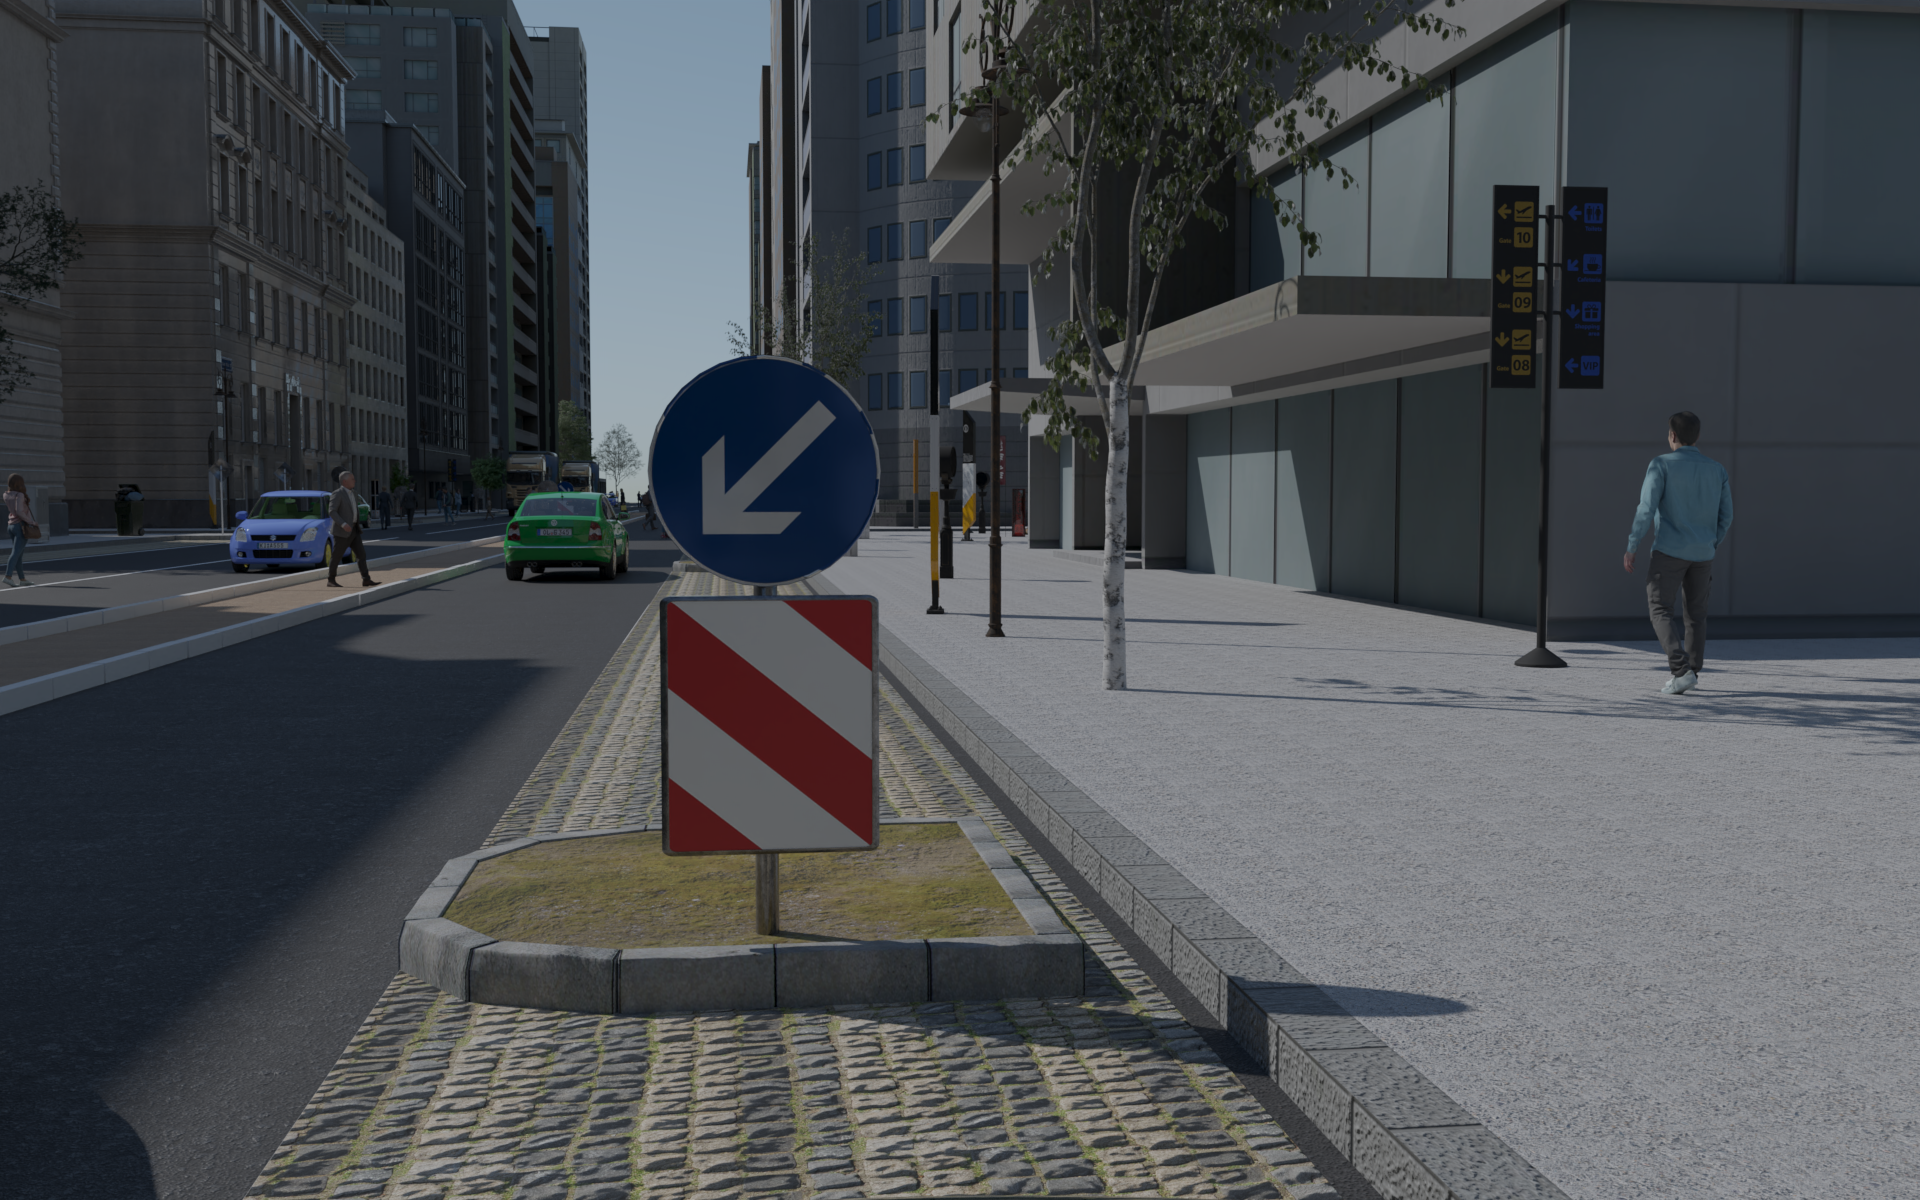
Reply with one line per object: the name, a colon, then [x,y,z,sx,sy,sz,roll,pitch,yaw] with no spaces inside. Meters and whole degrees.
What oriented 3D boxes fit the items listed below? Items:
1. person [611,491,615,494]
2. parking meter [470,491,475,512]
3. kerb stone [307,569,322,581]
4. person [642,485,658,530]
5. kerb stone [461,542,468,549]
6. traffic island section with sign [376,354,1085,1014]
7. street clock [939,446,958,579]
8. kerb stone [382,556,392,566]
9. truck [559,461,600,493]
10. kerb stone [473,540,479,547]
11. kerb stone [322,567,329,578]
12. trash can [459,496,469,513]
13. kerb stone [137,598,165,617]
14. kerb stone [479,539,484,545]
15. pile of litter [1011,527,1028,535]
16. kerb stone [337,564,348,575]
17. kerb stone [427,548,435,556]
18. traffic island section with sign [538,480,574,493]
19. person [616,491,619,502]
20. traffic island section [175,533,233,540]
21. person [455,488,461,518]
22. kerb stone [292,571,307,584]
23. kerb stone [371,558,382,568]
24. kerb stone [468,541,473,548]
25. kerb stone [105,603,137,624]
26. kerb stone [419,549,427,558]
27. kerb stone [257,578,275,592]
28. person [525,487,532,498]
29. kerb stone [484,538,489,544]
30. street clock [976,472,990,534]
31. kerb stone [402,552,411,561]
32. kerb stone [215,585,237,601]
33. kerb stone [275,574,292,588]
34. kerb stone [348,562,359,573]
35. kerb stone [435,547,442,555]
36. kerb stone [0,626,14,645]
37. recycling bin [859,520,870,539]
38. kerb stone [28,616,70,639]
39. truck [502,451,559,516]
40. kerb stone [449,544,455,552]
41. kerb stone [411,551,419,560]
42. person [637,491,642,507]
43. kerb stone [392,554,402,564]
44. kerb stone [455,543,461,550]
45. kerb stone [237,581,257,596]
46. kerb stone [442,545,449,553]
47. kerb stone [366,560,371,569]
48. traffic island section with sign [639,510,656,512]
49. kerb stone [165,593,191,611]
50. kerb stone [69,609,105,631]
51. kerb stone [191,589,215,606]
person: [-44.430,-13.025,221.319,0.709,1.838,0.599,-3,5,-44]
parking meter: [-34.362,-6.953,122.097,0.372,1.533,0.369,0,3,0]
kerb stone: [-10.752,-0.391,28.581,0.120,0.150,1.000,0,4,-8]
person: [-12.419,-3.715,69.212,0.822,1.834,0.622,-3,5,-40]
kerb stone: [-12.949,-1.385,44.834,0.120,0.150,1.000,0,4,-8]
traffic island section with sign: [-0.760,0.178,5.716,1.989,1.847,2.006,0,4,-8]
street clock: [-0.204,-1.327,26.263,0.358,2.002,0.471,1,4,11]
kerb stone: [-11.577,-0.762,34.660,0.120,0.150,1.000,0,4,-8]
truck: [-32.267,-9.676,147.121,2.839,4.237,11.283,0,4,-8]
kerb stone: [-13.227,-1.509,46.867,0.120,0.150,1.000,0,4,-8]
kerb stone: [-10.887,-0.453,29.594,0.120,0.150,1.000,0,4,-8]
trash can: [-34.315,-6.611,119.742,0.748,1.137,0.748,0,3,0]
kerb stone: [-9.650,0.107,20.475,0.120,0.150,1.000,0,4,-8]
kerb stone: [-13.365,-1.571,47.880,0.120,0.150,1.000,0,4,-8]
pile of litter: [2.548,-2.493,54.727,1.719,0.858,1.176,3,4,36]
kerb stone: [-11.027,-0.514,30.607,0.120,0.150,1.000,0,4,-8]
kerb stone: [-12.262,-1.070,39.743,0.120,0.150,1.000,0,4,-8]
traffic island section with sign: [-14.467,-3.400,63.727,2.006,1.907,1.989,0,4,-8]
person: [-57.595,-17.449,291.420,0.705,1.812,1.348,-2,4,-24]
traffic island section: [-23.368,-1.990,54.814,2.009,0.180,2.903,0,4,-8]
person: [-30.211,-5.834,104.150,0.793,1.790,0.793,-3,5,-42]
kerb stone: [-10.613,-0.329,27.567,0.120,0.150,1.000,0,4,-8]
kerb stone: [-11.436,-0.700,33.647,0.120,0.150,1.000,0,4,-8]
kerb stone: [-13.083,-1.447,45.848,0.120,0.150,1.000,0,4,-8]
kerb stone: [-9.506,0.167,19.459,0.120,0.150,1.000,0,4,-8]
kerb stone: [-12.128,-1.007,38.721,0.120,0.150,1.000,0,4,-8]
kerb stone: [-10.334,-0.202,25.541,0.120,0.150,1.000,0,4,-8]
person: [-18.492,-3.977,74.269,0.466,1.731,0.760,2,4,24]
kerb stone: [-13.508,-1.629,48.893,0.120,0.150,1.000,0,4,-8]
street clock: [0.718,-3.152,56.110,0.471,2.002,0.358,2,4,23]
kerb stone: [-11.848,-0.887,36.691,0.120,0.150,1.000,0,4,-8]
kerb stone: [-10.062,-0.081,23.514,0.120,0.150,1.000,0,4,-8]
kerb stone: [-10.471,-0.265,26.554,0.120,0.150,1.000,0,4,-8]
kerb stone: [-11.163,-0.575,31.620,0.120,0.150,1.000,0,4,-8]
kerb stone: [-12.404,-1.135,40.758,0.120,0.150,1.000,0,4,-8]
kerb stone: [-9.098,0.354,16.401,0.120,0.150,1.000,0,4,-8]
recycling bin: [-3.050,-2.276,49.759,0.722,1.027,0.722,1,4,19]
kerb stone: [-9.238,0.295,17.424,0.120,0.150,1.000,0,4,-8]
truck: [-28.479,-7.734,115.367,2.839,4.237,11.283,0,4,-8]
kerb stone: [-12.675,-1.259,42.785,0.120,0.150,1.000,0,4,-8]
kerb stone: [-11.983,-0.947,37.706,0.120,0.150,1.000,0,4,-8]
person: [-34.507,-10.884,186.895,0.568,1.767,0.683,2,4,25]
kerb stone: [-11.705,-0.824,35.675,0.120,0.150,1.000,0,4,-8]
kerb stone: [-12.818,-1.322,43.807,0.120,0.150,1.000,0,4,-8]
kerb stone: [-10.193,-0.143,24.527,0.120,0.150,1.000,0,4,-8]
kerb stone: [-12.535,-1.197,41.772,0.120,0.150,1.000,0,4,-8]
kerb stone: [-11.302,-0.636,32.633,0.120,0.150,1.000,0,4,-8]
traffic island section with sign: [-24.571,-7.954,138.186,2.006,1.907,1.989,0,4,-8]
kerb stone: [-9.786,0.043,21.488,0.120,0.150,1.000,0,4,-8]
kerb stone: [-9.373,0.230,18.437,0.120,0.150,1.000,0,4,-8]
kerb stone: [-9.923,-0.017,22.501,0.120,0.150,1.000,0,4,-8]
